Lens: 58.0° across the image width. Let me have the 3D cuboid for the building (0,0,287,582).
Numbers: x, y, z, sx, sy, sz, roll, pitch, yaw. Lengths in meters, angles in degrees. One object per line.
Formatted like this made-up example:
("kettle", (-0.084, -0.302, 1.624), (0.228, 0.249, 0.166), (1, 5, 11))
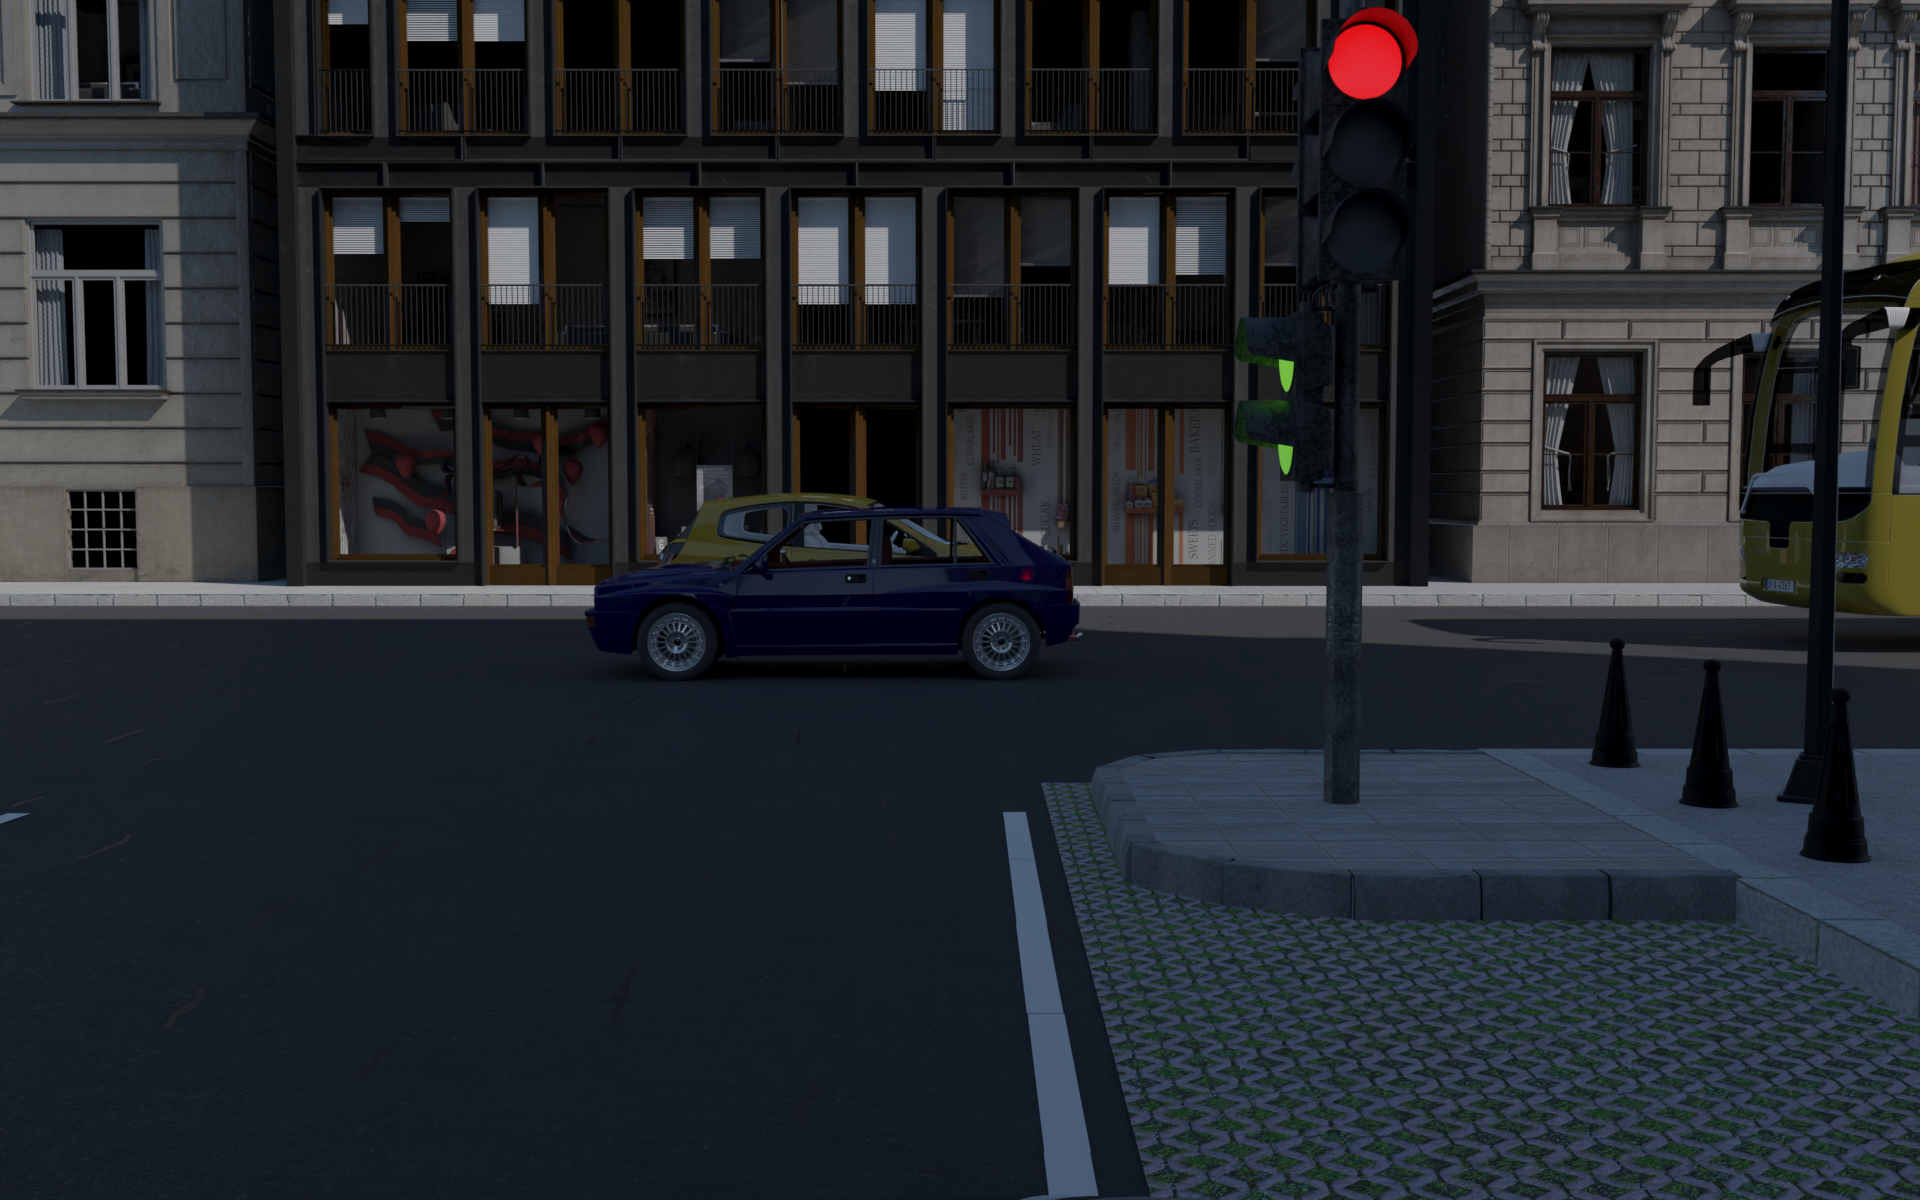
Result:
("building", (-24.408, -12.138, 31.738), (30.059, 22.955, 16.112), (0, 4, 0))

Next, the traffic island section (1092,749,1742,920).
("traffic island section", (1.614, 0.921, 7.227), (2.009, 0.180, 2.903), (0, 4, 0))

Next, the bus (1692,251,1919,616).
("bus", (13.705, -1.535, 16.639), (12.252, 3.916, 2.896), (0, 4, -1))

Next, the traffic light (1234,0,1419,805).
("traffic light", (1.574, -1.113, 7.113), (0.839, 4.253, 0.868), (0, 4, 0))

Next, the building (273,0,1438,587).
("building", (-1.410, -12.216, 29.413), (15.834, 23.373, 12.332), (0, 4, 0))

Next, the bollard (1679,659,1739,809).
("bollard", (3.100, 0.544, 7.154), (0.229, 0.601, 0.229), (0, 3, 0))

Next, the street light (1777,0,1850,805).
("street light", (3.053, -2.113, 7.096), (1.470, 5.913, 1.316), (0, 4, 0))

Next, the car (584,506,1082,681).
("car", (-1.001, -0.092, 14.081), (3.894, 1.354, 1.945), (0, 4, -2))

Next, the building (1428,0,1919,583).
("building", (16.454, -10.055, 29.022), (19.286, 19.102, 10.561), (0, 4, 0))

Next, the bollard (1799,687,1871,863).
("bollard", (3.096, 0.607, 6.109), (0.229, 0.601, 0.229), (0, 3, 0))

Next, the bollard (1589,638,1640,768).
("bollard", (3.104, 0.480, 8.194), (0.229, 0.601, 0.229), (0, 3, 0))

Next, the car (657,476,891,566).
("car", (-1.056, -0.435, 17.341), (3.980, 1.641, 2.015), (0, 4, 2))
